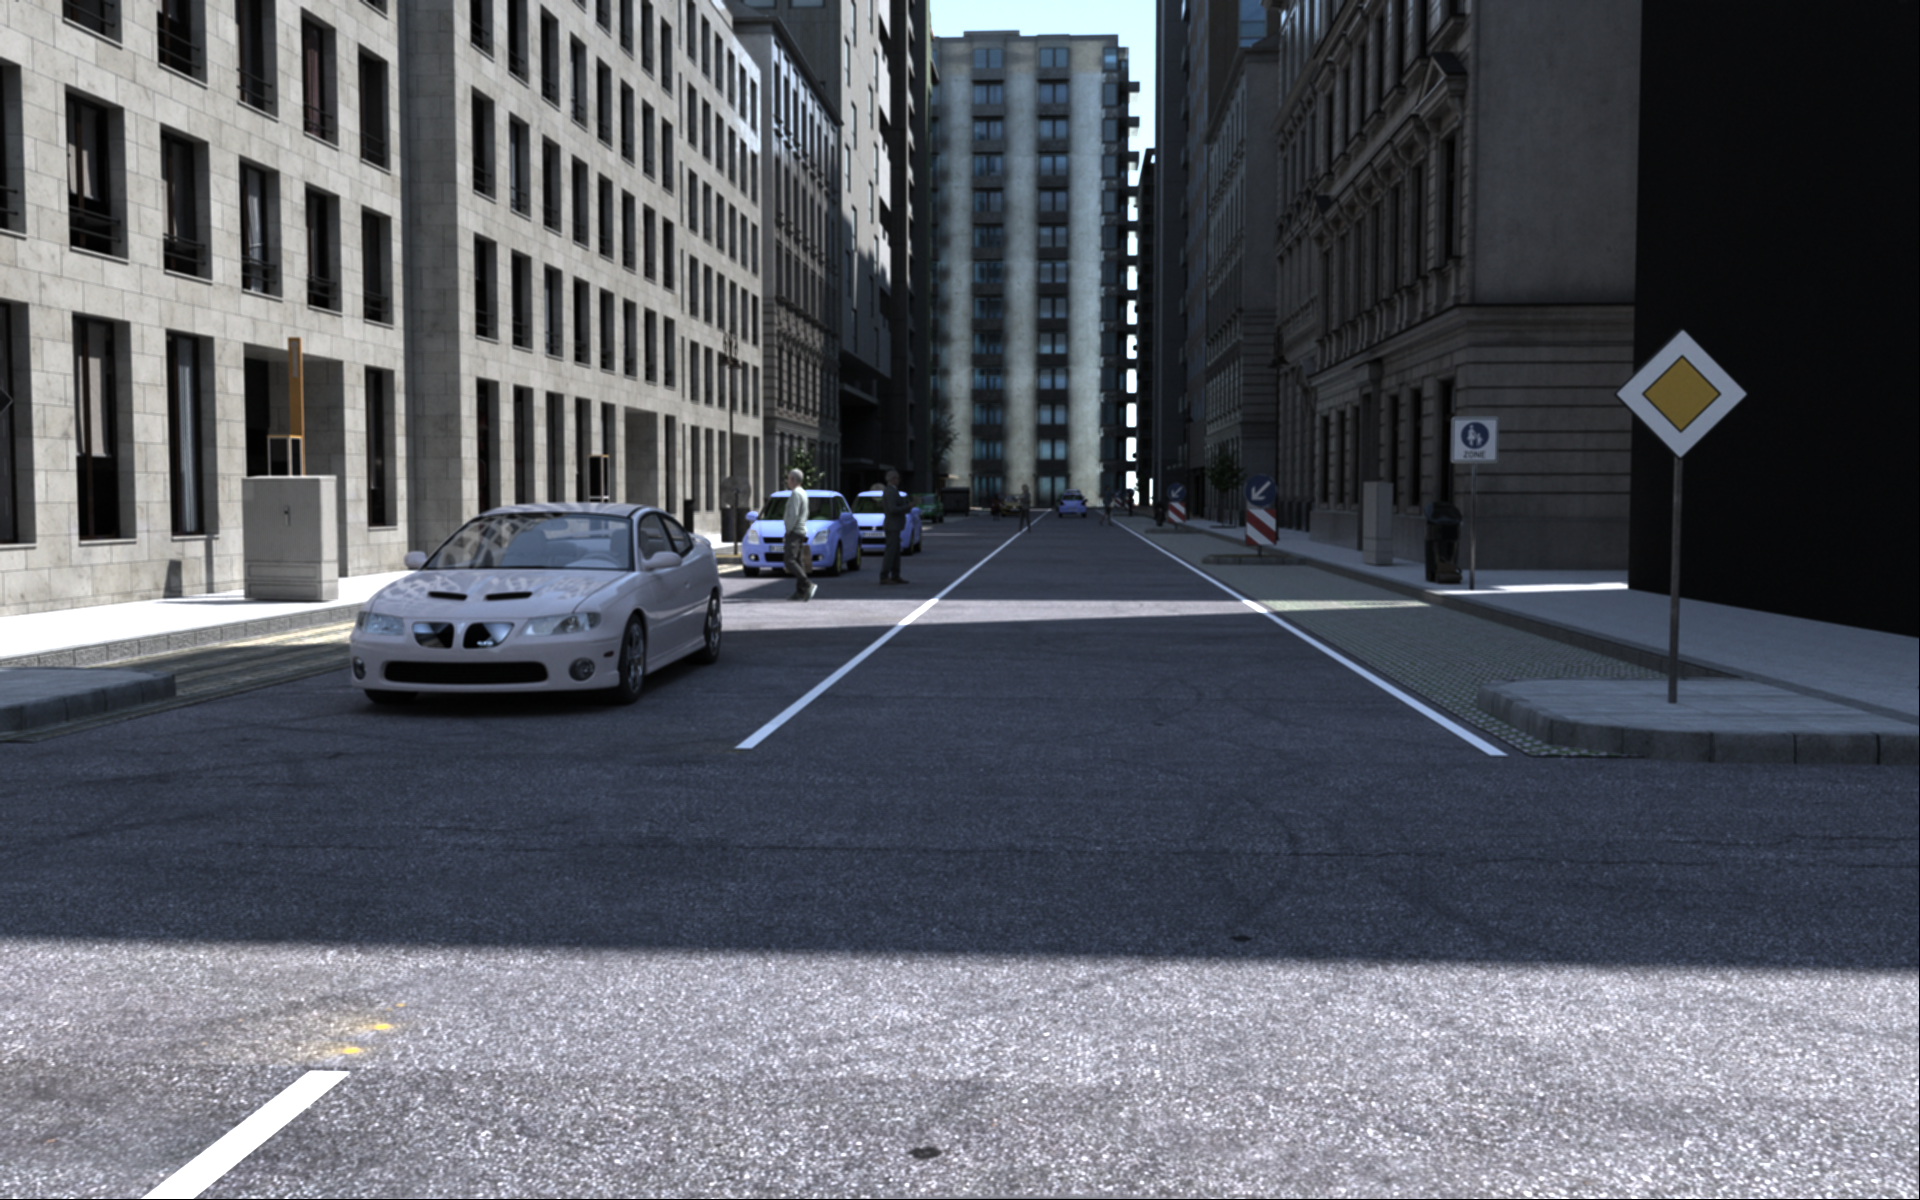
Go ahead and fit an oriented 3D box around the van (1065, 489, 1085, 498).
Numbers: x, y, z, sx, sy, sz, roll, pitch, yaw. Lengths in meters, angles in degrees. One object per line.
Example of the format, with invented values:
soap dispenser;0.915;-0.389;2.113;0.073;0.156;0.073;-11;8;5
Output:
van;10.175;-9.087;155.586;2.013;2.044;4.112;0;4;6

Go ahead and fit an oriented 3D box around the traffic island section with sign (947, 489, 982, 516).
traffic island section with sign;0.222;-6.376;112.883;1.989;1.847;2.006;0;4;4

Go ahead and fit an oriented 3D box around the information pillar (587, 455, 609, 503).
information pillar;-6.843;-1.732;32.812;0.304;2.012;0.304;1;4;11

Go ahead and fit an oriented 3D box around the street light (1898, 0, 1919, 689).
street light;6.401;-2.349;11.200;0.468;5.910;1.993;0;4;4

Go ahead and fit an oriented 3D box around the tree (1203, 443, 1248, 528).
tree;10.168;-4.364;65.957;1.663;3.219;1.824;0;3;0

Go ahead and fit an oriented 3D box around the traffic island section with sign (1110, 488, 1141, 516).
traffic island section with sign;10.868;-6.340;112.284;1.989;1.847;2.006;0;4;4

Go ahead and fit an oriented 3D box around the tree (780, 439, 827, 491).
tree;-5.527;-4.085;61.390;1.663;3.219;1.824;0;3;0

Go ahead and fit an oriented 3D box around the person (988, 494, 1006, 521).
person;1.984;-5.020;93.837;1.065;1.426;0.557;-2;4;-25

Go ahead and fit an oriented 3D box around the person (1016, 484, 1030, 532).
person;2.402;-3.438;64.892;0.526;1.800;0.537;-2;4;-24

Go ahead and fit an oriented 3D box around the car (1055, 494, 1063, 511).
car;8.888;-8.255;143.759;1.959;1.807;4.718;0;4;3

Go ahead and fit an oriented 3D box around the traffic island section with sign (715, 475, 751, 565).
traffic island section with sign;-4.687;-1.667;35.883;1.989;1.847;2.006;0;4;4

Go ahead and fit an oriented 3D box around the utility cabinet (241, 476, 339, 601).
utility cabinet;-8.029;-0.738;20.737;1.173;1.500;0.318;1;4;21

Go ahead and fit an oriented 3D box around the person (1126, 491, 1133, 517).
person;10.754;-6.100;109.712;0.415;1.643;0.593;0;4;3

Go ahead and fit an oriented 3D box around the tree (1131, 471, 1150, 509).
tree;15.187;-9.267;146.124;1.663;3.219;1.824;0;3;0

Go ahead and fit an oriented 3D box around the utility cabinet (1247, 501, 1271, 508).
utility cabinet;8.646;-2.382;50.114;0.306;1.237;1.020;-1;4;-17

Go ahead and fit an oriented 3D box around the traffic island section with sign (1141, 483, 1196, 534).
traffic island section with sign;7.731;-3.328;63.048;1.989;1.847;2.006;0;4;4

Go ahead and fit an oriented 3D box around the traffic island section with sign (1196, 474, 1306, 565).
traffic island section with sign;5.983;-1.648;35.570;1.989;1.847;2.006;0;4;4

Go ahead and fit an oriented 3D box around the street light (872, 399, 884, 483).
street light;-3.959;-6.814;84.201;0.468;5.910;1.993;0;4;4

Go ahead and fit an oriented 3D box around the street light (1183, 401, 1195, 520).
street light;11.220;-6.866;85.049;0.468;5.910;1.993;0;4;4

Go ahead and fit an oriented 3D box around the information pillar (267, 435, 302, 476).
information pillar;-8.515;-1.064;21.893;0.304;2.012;0.304;0;4;7

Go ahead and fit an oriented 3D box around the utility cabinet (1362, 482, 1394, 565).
utility cabinet;7.587;-1.390;31.409;0.318;1.500;1.173;0;4;2

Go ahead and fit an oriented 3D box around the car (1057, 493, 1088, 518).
car;6.904;-5.926;106.483;1.945;1.707;3.694;0;4;3

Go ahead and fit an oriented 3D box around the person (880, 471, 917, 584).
person;-0.990;-1.154;27.547;0.590;1.801;0.661;-1;4;-9

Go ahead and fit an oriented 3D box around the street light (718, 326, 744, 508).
street light;-6.331;-4.597;47.948;0.468;5.910;1.993;0;4;4

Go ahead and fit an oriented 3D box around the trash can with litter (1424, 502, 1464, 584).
trash can with litter;7.086;-0.839;25.108;0.624;1.170;1.055;0;4;3

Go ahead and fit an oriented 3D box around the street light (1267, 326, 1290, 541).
street light;8.748;-4.584;47.736;0.468;5.910;1.993;0;4;4

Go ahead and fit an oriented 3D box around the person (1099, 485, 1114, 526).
person;6.667;-4.290;78.671;0.654;1.822;0.581;1;4;20

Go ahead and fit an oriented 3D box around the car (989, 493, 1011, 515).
car;3.068;-6.701;118.602;2.155;1.783;4.494;0;4;4

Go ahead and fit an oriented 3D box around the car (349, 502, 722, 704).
car;-3.056;-0.060;13.348;2.083;1.381;4.827;0;4;3

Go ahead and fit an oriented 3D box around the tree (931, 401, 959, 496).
tree;-2.066;-11.364;136.155;4.360;8.622;3.978;0;3;0

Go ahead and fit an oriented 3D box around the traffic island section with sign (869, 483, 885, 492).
traffic island section with sign;-2.949;-3.327;63.025;1.989;1.847;2.006;0;4;4

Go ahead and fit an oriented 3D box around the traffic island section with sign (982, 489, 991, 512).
traffic island section with sign;1.927;-8.022;139.784;1.989;1.847;2.006;0;4;4

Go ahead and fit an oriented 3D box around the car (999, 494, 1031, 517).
car;3.464;-6.029;108.798;2.015;1.641;3.980;0;4;3

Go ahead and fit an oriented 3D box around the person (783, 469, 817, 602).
person;-2.153;-0.881;23.387;0.515;1.767;0.782;0;4;4
